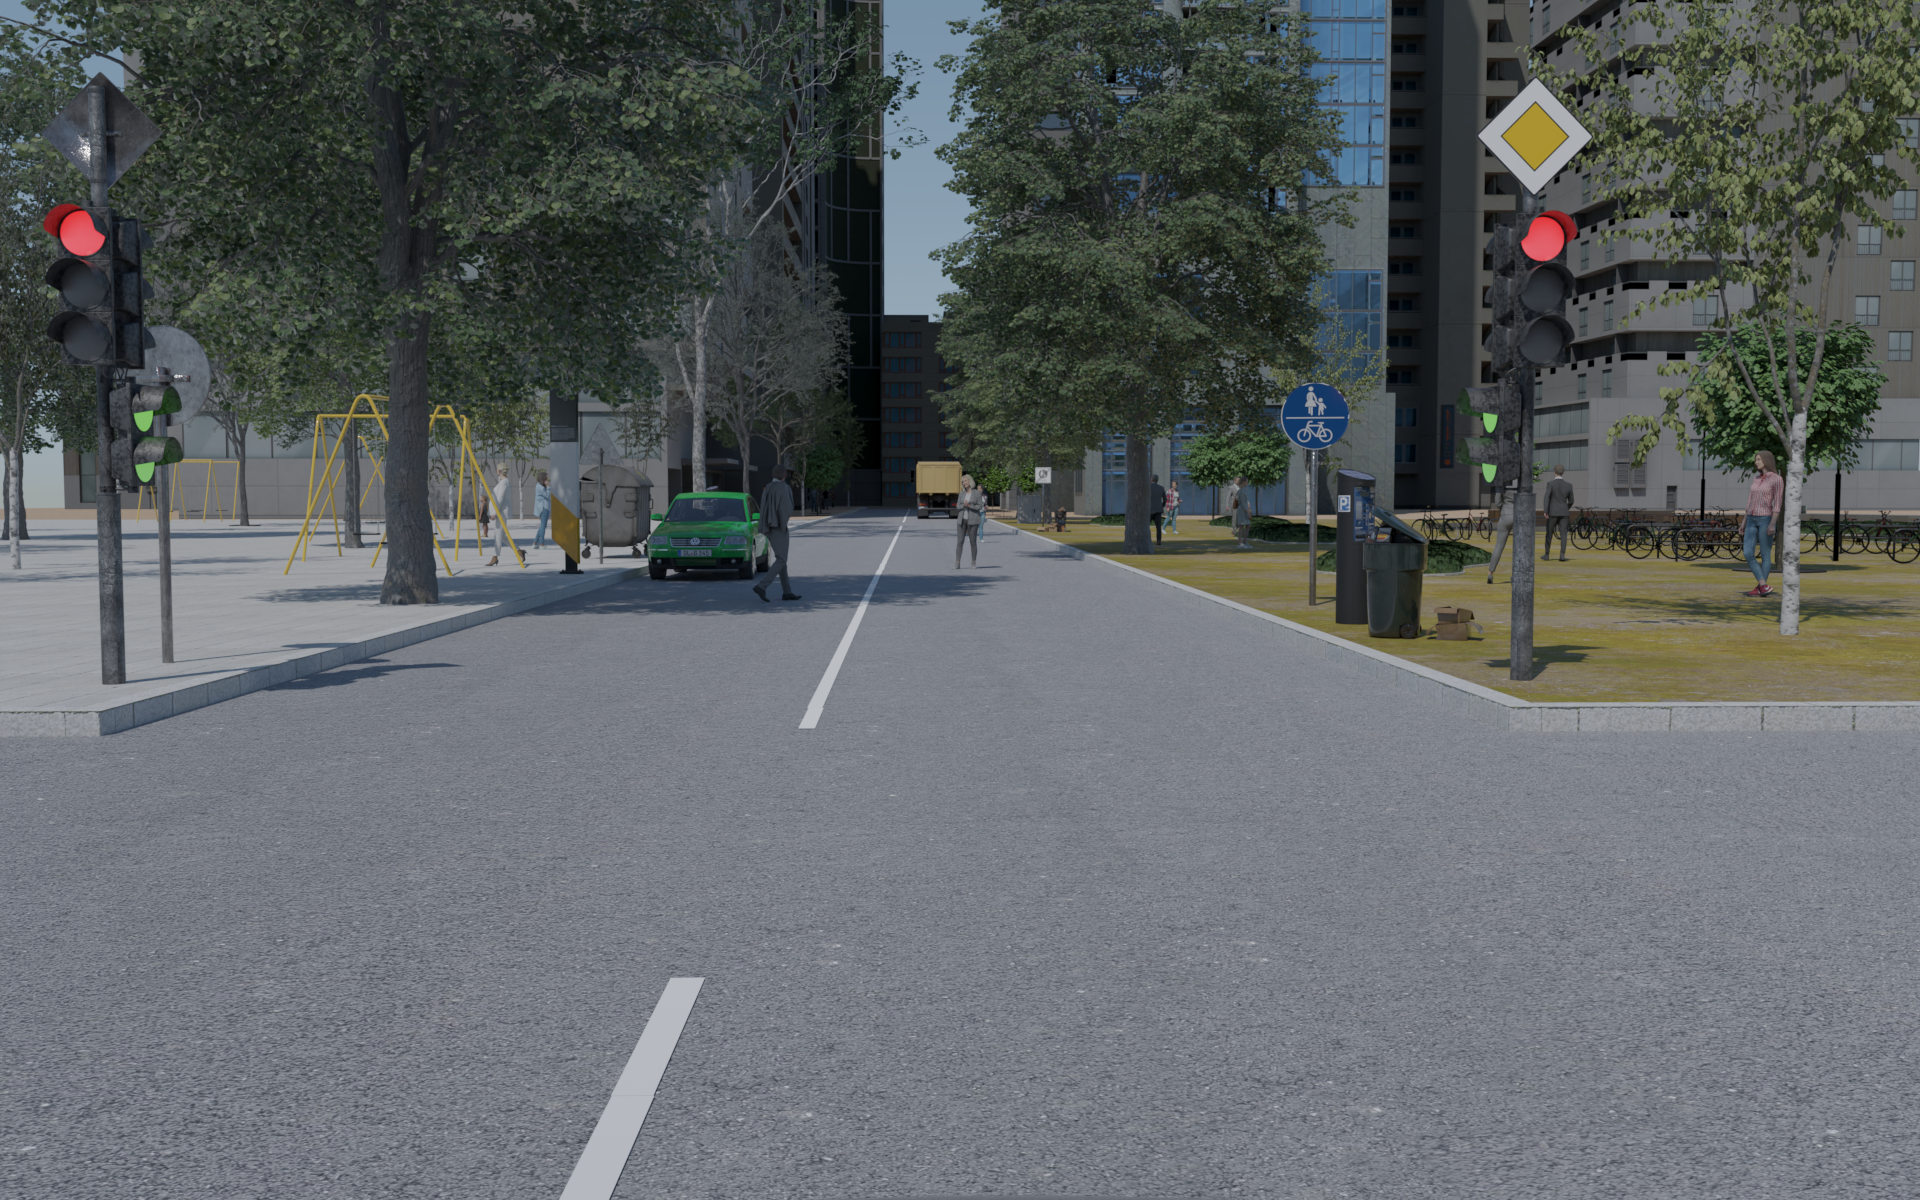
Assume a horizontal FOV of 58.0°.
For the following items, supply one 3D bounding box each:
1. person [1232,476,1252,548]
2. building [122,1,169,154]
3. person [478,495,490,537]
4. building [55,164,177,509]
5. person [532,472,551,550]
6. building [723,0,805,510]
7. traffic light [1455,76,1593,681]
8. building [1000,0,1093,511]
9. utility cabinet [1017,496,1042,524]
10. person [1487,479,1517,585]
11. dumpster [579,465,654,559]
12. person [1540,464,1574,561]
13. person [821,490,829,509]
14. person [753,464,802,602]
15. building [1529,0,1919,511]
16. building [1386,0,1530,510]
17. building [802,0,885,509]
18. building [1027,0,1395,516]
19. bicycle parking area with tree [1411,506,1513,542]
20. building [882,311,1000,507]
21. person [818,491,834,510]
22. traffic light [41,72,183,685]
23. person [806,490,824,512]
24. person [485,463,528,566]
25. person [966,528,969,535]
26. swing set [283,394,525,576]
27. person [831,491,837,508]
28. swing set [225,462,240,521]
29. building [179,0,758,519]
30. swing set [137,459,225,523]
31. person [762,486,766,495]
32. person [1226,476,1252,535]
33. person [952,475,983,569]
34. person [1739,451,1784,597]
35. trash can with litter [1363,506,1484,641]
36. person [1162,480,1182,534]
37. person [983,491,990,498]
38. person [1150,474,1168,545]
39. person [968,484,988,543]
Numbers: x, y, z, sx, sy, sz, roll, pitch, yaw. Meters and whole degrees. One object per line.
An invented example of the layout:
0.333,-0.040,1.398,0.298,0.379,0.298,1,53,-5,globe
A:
6.680,-2.071,40.916,0.522,1.701,0.512,0,4,2,person
-71.012,-39.112,181.485,28.212,58.520,21.231,0,4,-1,building
-14.119,-2.480,51.257,0.373,1.253,0.362,1,4,11,person
-68.543,-23.233,151.560,14.107,30.474,14.160,0,4,-1,building
-9.643,-2.056,39.921,0.793,1.790,0.793,3,4,39,person
-22.707,-30.663,125.048,21.300,48.544,21.600,0,4,-1,building
3.856,-1.402,11.843,0.839,4.253,0.868,0,4,-1,traffic light
13.895,-36.906,145.404,21.231,58.520,28.212,0,4,-1,building
3.036,-3.939,75.560,1.020,1.237,0.306,-1,4,-10,utility cabinet
7.784,-1.113,24.521,0.520,1.790,0.573,0,4,-4,person
-6.938,-1.787,34.981,1.264,1.857,1.865,0,4,-1,dumpster
11.385,-1.670,33.122,0.659,1.850,0.755,0,4,-1,person
-11.440,-8.528,146.275,0.742,1.727,0.445,0,4,-4,person
-2.422,-0.889,23.131,0.850,1.850,0.679,-3,5,-42,person
61.792,-34.051,145.980,27.495,52.752,28.713,0,4,-1,building
36.709,-32.122,148.895,21.600,48.544,21.300,0,4,-1,building
-18.394,-45.487,181.957,20.611,71.187,20.563,0,4,-1,building
16.094,-49.049,114.624,22.319,86.520,31.000,0,4,-1,building
17.381,-3.647,46.629,9.016,4.147,8.231,-2,4,-27,bicycle parking area with tree
6.254,-20.980,188.060,28.899,21.520,27.650,0,4,-1,building
-10.798,-8.153,139.362,1.348,1.822,0.705,0,4,4,person
-5.702,-1.386,11.589,0.839,4.253,0.868,0,4,-1,traffic light
-10.349,-7.149,123.013,1.350,1.814,0.705,1,4,17,person
-8.121,-1.533,30.986,0.818,1.842,0.514,-2,4,-29,person
0.362,-3.163,60.787,0.524,1.755,0.480,0,4,3,person
-9.137,-1.886,28.462,2.862,2.851,3.119,1,4,9,swing set
-12.121,-9.632,166.503,0.721,1.766,1.217,2,4,23,person
-35.989,-5.237,83.251,3.119,2.851,2.862,-1,4,-10,swing set
-26.449,-31.223,99.733,28.713,52.752,27.495,0,4,-1,building
-35.439,-4.939,78.365,3.119,2.851,2.862,0,4,-8,swing set
-10.640,-5.323,93.789,0.721,1.735,1.217,0,4,-7,person
8.307,-2.793,51.823,0.709,1.813,0.853,-2,4,-29,person
0.164,-1.487,32.998,0.537,1.800,0.526,2,4,29,person
10.006,-0.956,21.678,0.388,1.821,0.555,-2,4,-32,person
4.131,-0.248,15.446,1.055,1.170,0.624,1,4,23,trash can with litter
6.827,-2.987,55.719,0.563,1.720,0.643,-2,4,-34,person
1.840,-8.316,142.094,1.350,1.814,0.705,2,4,23,person
4.848,-2.272,43.587,0.661,1.777,0.834,-1,4,-20,person
0.549,-2.540,50.860,0.563,1.720,0.643,-2,4,-27,person
